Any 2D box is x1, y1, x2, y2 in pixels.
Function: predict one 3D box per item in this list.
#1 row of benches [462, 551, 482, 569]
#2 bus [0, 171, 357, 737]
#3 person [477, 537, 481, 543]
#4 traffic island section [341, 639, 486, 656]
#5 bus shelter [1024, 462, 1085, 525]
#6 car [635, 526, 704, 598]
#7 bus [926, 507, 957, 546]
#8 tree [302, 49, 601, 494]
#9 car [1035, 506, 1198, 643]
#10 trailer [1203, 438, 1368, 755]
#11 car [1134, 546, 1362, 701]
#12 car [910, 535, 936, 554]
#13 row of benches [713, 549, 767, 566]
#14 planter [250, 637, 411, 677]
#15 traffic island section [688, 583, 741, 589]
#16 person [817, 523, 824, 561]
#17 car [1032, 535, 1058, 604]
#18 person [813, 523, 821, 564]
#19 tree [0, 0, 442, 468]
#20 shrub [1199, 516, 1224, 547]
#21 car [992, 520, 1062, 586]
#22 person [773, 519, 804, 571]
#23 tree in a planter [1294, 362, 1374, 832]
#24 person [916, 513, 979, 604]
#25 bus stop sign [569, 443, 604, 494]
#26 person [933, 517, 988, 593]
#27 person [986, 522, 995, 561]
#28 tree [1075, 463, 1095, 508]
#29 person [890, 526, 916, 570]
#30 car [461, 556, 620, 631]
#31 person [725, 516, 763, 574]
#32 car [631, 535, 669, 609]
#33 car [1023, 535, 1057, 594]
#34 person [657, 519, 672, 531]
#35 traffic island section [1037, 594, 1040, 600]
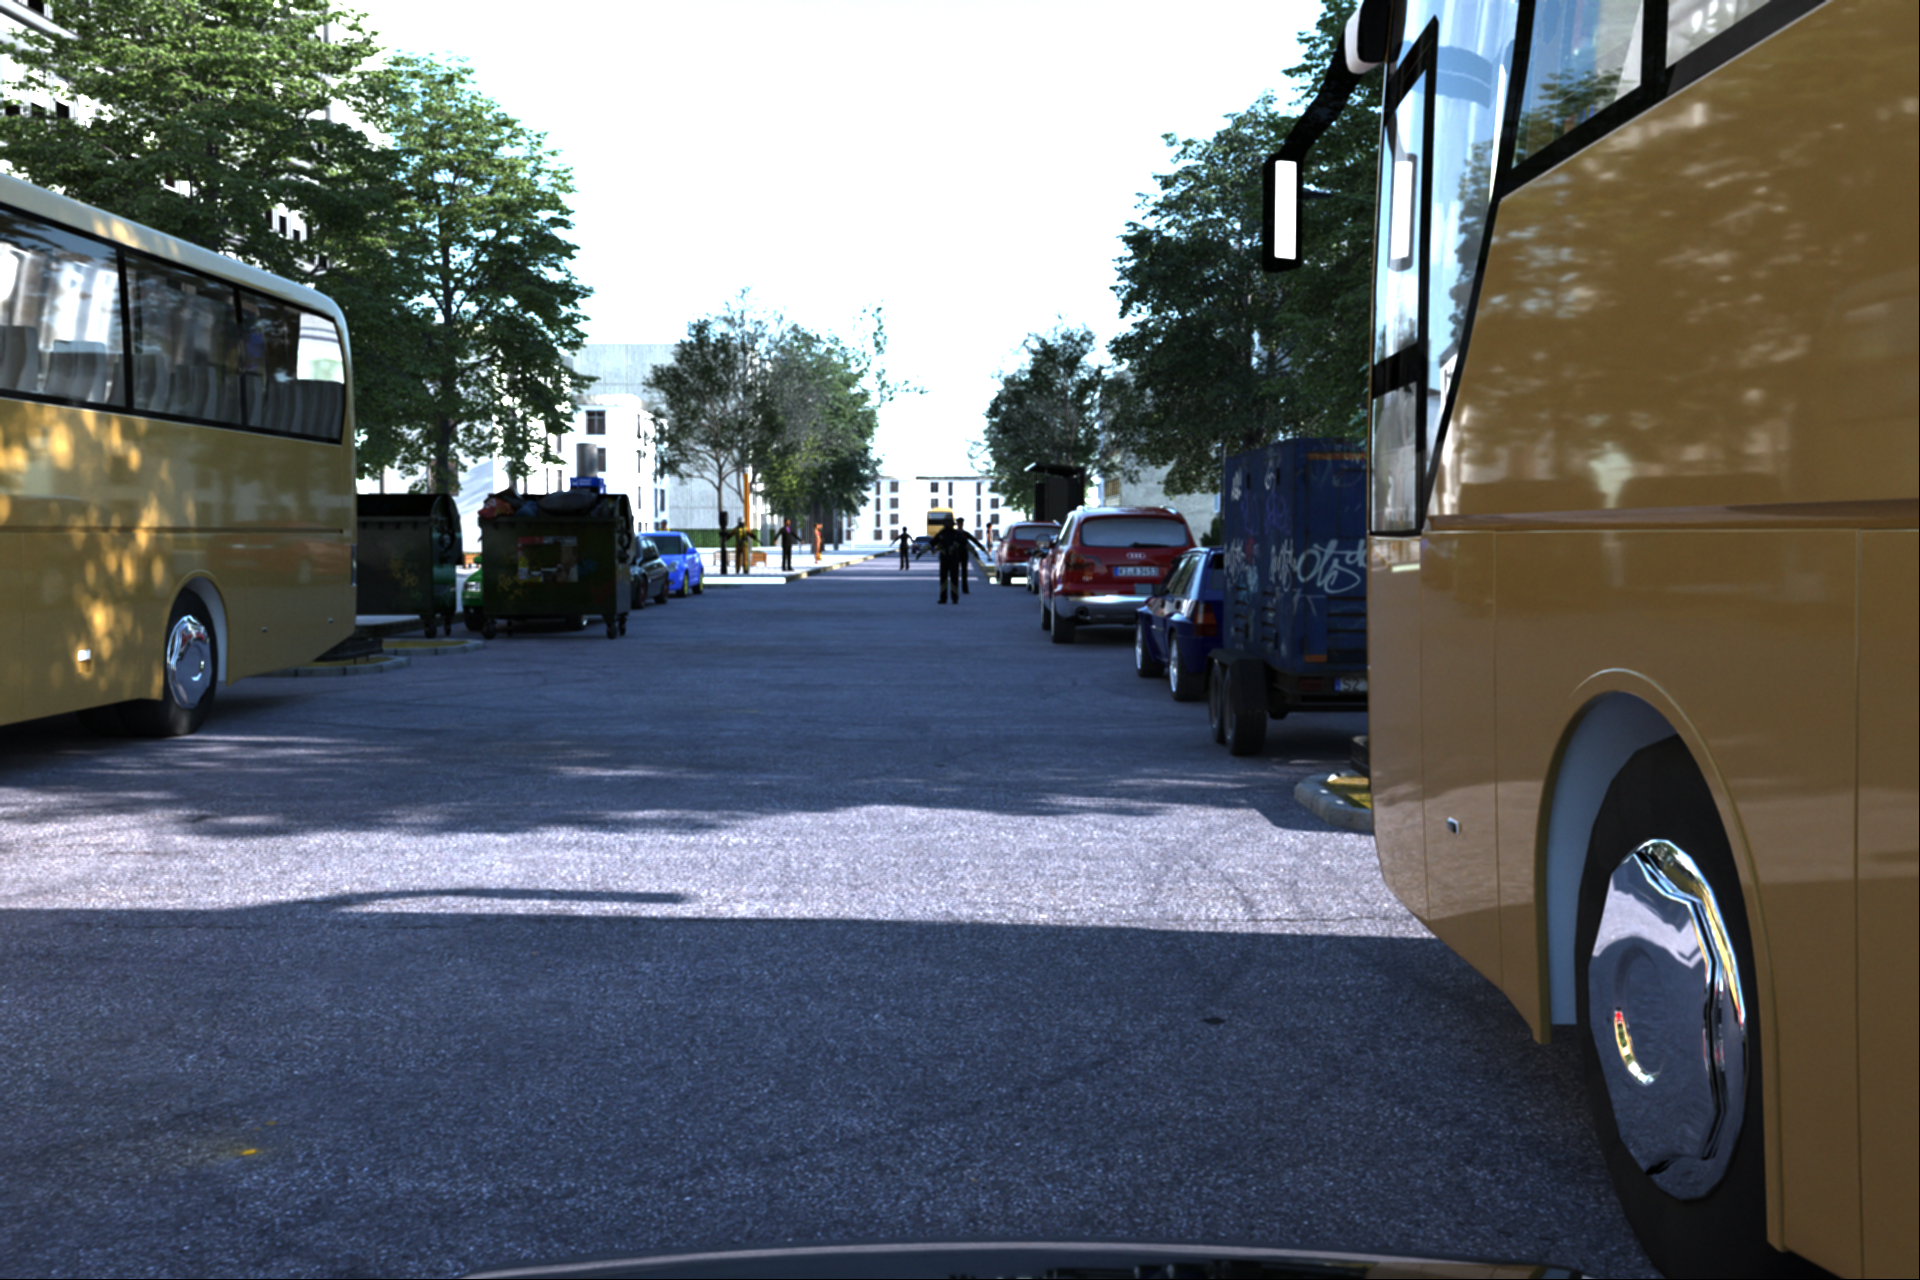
[{"bbox_3d":[-18.025,-3.047,65.275,1.422,0.672,4.104,1,4,12],"label":"row of benches"},{"bbox_3d":[-6.659,-1.093,9.417,2.896,3.916,12.252,0,4,0],"label":"bus"},{"bbox_3d":[-18.365,-3.795,68.227,1.347,1.806,0.705,0,4,-2],"label":"person"},{"bbox_3d":[-6.945,0.097,21.276,1.991,0.108,1.994,0,4,0],"label":"traffic island section"},{"bbox_3d":[3.259,-4.193,59.837,1.731,3.624,6.357,0,4,-1],"label":"bus shelter"},{"bbox_3d":[-7.004,-1.869,40.152,1.945,1.707,3.694,0,4,0],"label":"car"},{"bbox_3d":[-1.689,-10.158,157.637,2.896,3.916,12.252,0,4,0],"label":"bus"},{"bbox_3d":[-12.145,-7.540,41.409,7.486,12.596,7.792,0,3,0],"label":"tree"},{"bbox_3d":[2.218,-0.953,24.252,2.281,1.827,5.304,0,4,0],"label":"car"},{"bbox_3d":[2.450,-0.317,12.231,1.471,1.999,3.904,0,3,0],"label":"trailer"},{"bbox_3d":[2.660,-0.221,16.202,1.945,1.354,3.894,0,4,-1],"label":"car"},{"bbox_3d":[-2.656,-7.002,127.056,1.945,1.354,3.894,0,4,0],"label":"car"},{"bbox_3d":[-8.927,-3.358,70.360,1.422,0.672,4.104,-2,4,-31],"label":"row of benches"},{"bbox_3d":[-6.956,0.173,18.314,1.991,0.319,1.994,0,4,1],"label":"planter"},{"bbox_3d":[-6.925,-1.446,46.516,1.991,0.108,1.994,0,3,0],"label":"traffic island section"},{"bbox_3d":[-6.778,-4.759,83.944,0.704,1.812,1.346,0,4,3],"label":"person"},{"bbox_3d":[2.517,-1.527,34.006,2.155,1.783,4.494,0,4,0],"label":"car"},{"bbox_3d":[-5.982,-4.069,73.334,0.721,1.733,1.217,-1,4,-8],"label":"person"},{"bbox_3d":[-13.133,-6.836,29.893,7.486,12.596,7.792,0,3,0],"label":"tree"},{"bbox_3d":[10.515,-4.046,70.199,1.661,2.075,1.752,0,3,0],"label":"shrub"},{"bbox_3d":[2.097,-2.505,49.626,2.281,1.827,5.304,0,4,-1],"label":"car"},{"bbox_3d":[-5.976,-3.288,59.982,0.704,1.802,1.346,3,5,44],"label":"person"},{"bbox_3d":[2.809,-0.716,8.925,1.991,3.239,1.994,0,4,-1],"label":"tree in a planter"},{"bbox_3d":[-0.235,-1.676,35.635,1.354,1.856,0.705,1,4,16],"label":"person"},{"bbox_3d":[-10.802,-3.743,50.212,0.837,3.901,0.837,0,4,0],"label":"bus stop sign"},{"bbox_3d":[0.009,-2.043,41.788,1.347,1.837,0.705,0,4,-6],"label":"person"},{"bbox_3d":[1.428,-4.626,81.775,0.704,1.843,1.345,1,4,9],"label":"person"},{"bbox_3d":[15.409,-20.054,246.010,7.486,12.596,7.792,0,3,0],"label":"tree"},{"bbox_3d":[-2.268,-3.673,69.236,1.216,1.740,0.721,-2,4,-33],"label":"person"},{"bbox_3d":[-6.471,-1.122,27.140,1.959,1.807,4.718,0,4,-1],"label":"car"},{"bbox_3d":[-7.059,-3.072,55.990,1.354,1.858,0.705,0,4,4],"label":"person"},{"bbox_3d":[-6.884,-1.496,34.248,2.009,1.686,4.222,0,4,0],"label":"car"},{"bbox_3d":[2.583,-1.869,42.566,2.014,1.417,4.499,0,4,-1],"label":"car"},{"bbox_3d":[-9.372,-2.971,55.036,1.216,1.772,0.721,-1,4,-17],"label":"person"},{"bbox_3d":[2.710,-0.941,38.248,1.991,0.108,1.994,0,4,0],"label":"traffic island section"}]
